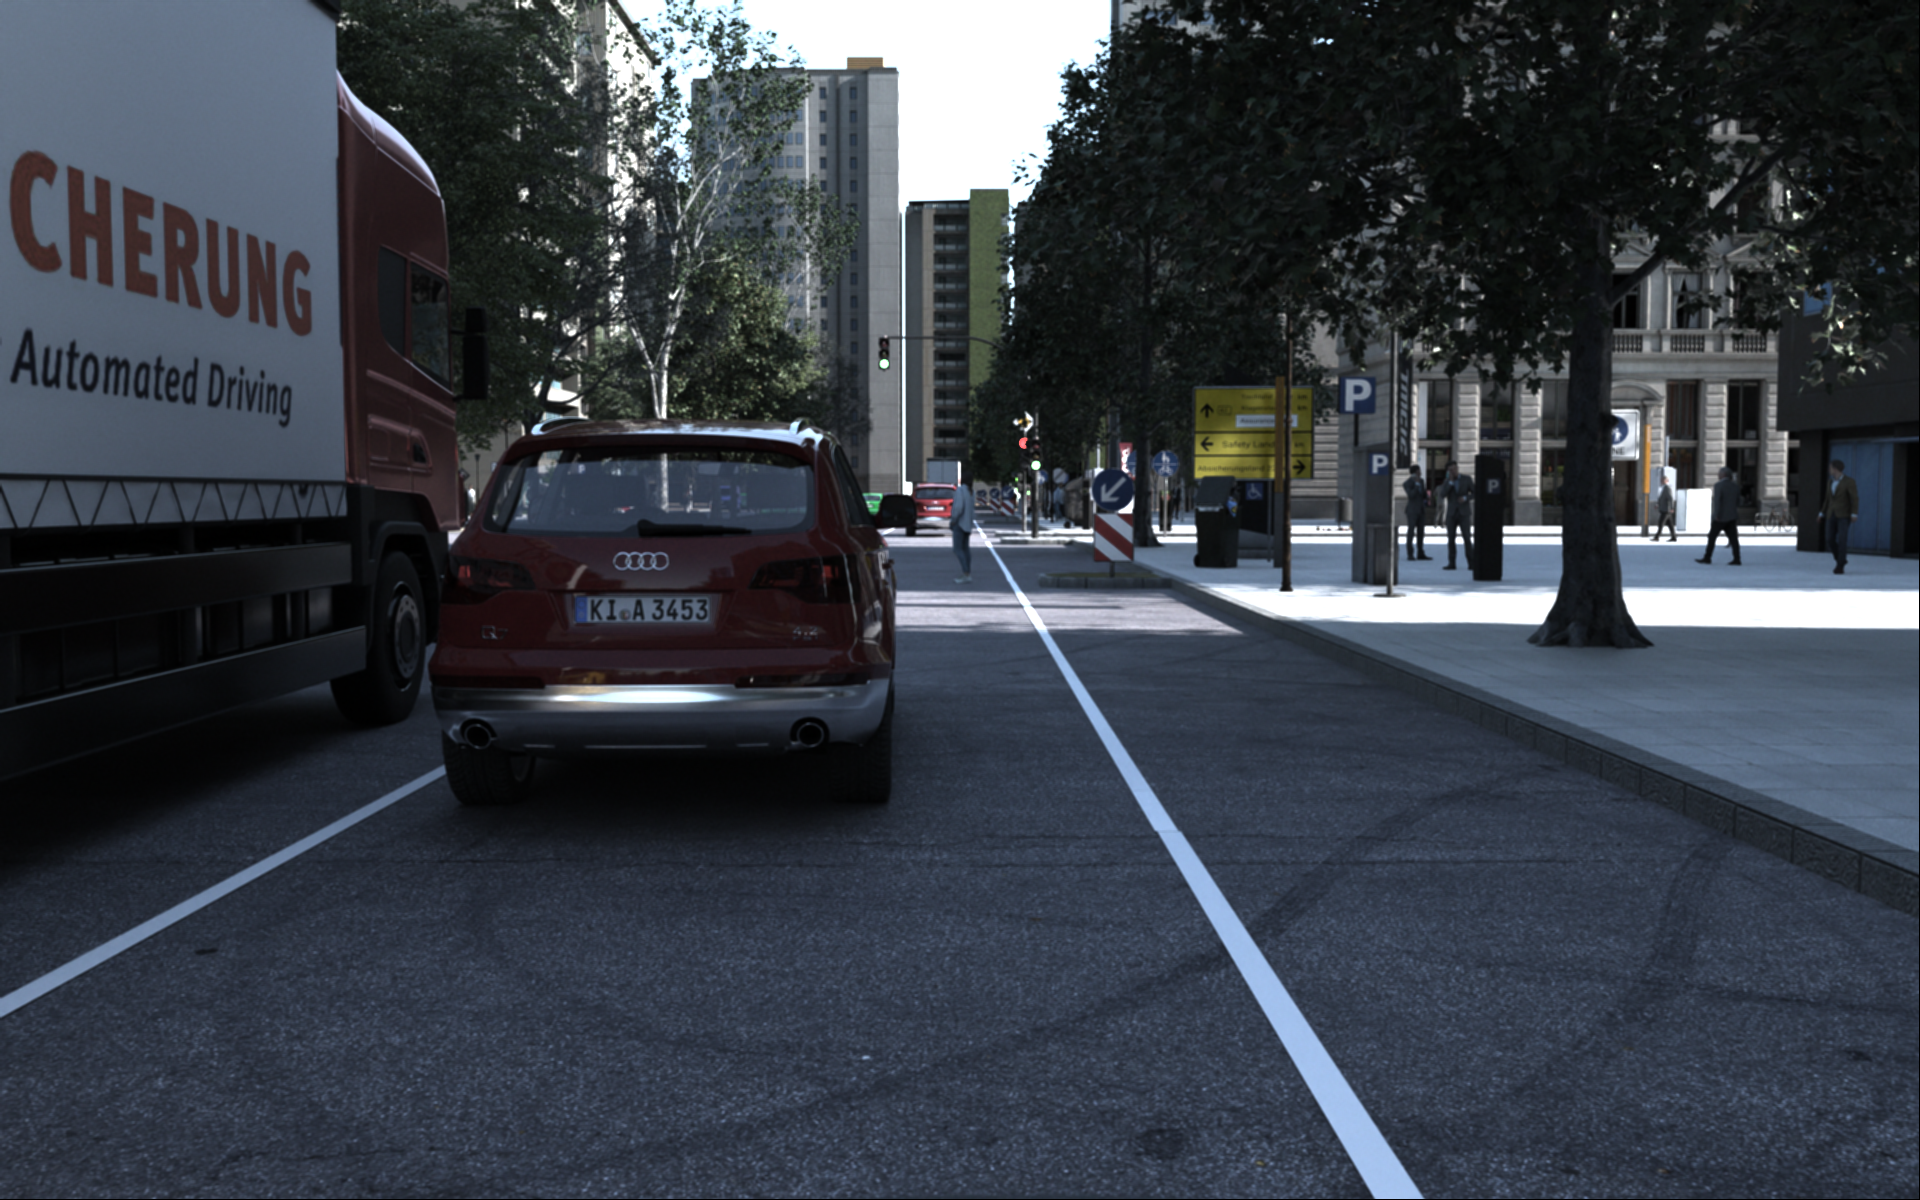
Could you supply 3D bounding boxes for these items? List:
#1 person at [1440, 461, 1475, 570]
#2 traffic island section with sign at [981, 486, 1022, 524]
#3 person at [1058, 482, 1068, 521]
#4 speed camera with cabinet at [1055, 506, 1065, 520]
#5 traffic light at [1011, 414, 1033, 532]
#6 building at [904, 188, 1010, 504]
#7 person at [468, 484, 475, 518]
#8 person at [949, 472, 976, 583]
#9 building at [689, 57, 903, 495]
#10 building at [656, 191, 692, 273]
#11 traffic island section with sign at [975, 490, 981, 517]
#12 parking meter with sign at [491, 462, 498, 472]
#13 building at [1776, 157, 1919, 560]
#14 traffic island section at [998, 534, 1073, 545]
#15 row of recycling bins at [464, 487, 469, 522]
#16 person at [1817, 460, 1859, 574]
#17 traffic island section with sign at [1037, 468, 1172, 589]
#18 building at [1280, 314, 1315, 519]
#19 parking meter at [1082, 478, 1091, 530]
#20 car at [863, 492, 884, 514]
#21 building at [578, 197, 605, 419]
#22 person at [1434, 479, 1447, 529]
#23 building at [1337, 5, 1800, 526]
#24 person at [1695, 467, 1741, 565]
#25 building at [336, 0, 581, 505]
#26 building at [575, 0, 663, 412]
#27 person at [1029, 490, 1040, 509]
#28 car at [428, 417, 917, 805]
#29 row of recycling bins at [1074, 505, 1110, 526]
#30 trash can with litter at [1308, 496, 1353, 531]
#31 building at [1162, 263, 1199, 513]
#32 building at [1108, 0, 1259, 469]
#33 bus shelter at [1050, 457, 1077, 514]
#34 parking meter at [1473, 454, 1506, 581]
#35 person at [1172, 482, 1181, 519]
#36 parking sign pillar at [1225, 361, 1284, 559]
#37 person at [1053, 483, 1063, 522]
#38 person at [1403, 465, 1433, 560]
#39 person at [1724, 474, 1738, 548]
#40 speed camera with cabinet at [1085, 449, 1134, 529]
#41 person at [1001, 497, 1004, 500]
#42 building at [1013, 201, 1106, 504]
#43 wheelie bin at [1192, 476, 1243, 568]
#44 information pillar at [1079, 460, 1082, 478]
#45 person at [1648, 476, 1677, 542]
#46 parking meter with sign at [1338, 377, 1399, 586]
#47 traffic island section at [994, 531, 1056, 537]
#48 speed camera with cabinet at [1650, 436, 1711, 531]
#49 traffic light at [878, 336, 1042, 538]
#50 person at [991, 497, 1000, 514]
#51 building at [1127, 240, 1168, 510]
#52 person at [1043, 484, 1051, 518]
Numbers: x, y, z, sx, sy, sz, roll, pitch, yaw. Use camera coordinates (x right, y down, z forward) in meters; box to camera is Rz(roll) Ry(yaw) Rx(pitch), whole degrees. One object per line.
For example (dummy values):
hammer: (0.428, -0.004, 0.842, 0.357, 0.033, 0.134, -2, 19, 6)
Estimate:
person: (8.448, -1.434, 29.297, 0.655, 1.846, 0.447, 2, 4, 25)
traffic island section with sign: (2.152, -4.569, 83.338, 1.989, 1.847, 2.006, 0, 3, 0)
person: (4.815, -4.643, 81.801, 0.661, 1.843, 0.795, 1, 4, 19)
speed camera with cabinet: (5.770, -5.619, 86.210, 2.038, 3.252, 0.660, -1, 4, -11)
traffic light: (2.133, -4.225, 58.006, 0.839, 4.253, 0.868, 0, 3, 0)
building: (-0.461, -33.646, 233.713, 14.086, 41.232, 14.154, 0, 3, 0)
person: (-25.398, -5.111, 89.841, 0.478, 1.798, 0.641, 0, 4, -2)
person: (0.066, -1.181, 28.081, 0.793, 1.790, 0.793, 0, 4, -6)
building: (-21.951, -42.506, 236.972, 28.212, 58.520, 21.231, 0, 3, 0)
building: (-50.491, -35.667, 237.773, 28.867, 44.769, 22.147, 0, 3, 0)
traffic island section with sign: (2.100, -6.231, 110.508, 1.989, 1.847, 2.006, 0, 3, 0)
parking meter with sign: (-25.086, -6.104, 96.053, 0.543, 3.016, 1.738, 3, 4, 37)
building: (25.434, -23.297, 31.017, 14.600, 45.320, 14.200, 0, 3, 0)
traffic island section: (2.185, -1.704, 50.135, 2.009, 0.180, 2.903, 0, 3, 0)
row of recycling bins: (-24.059, -4.408, 79.189, 1.069, 1.692, 3.534, 3, 5, 40)
person: (14.236, -1.354, 28.092, 0.656, 1.842, 0.836, 3, 4, 38)
traffic island section with sign: (2.230, -1.137, 27.211, 1.989, 1.847, 2.006, 0, 3, 0)
building: (20.790, -16.425, 97.429, 11.050, 23.489, 19.941, 0, 3, 0)
parking meter: (4.537, -3.447, 62.063, 0.255, 1.863, 0.399, 1, 4, 11)
car: (-4.718, -5.090, 92.019, 1.959, 1.807, 4.718, 0, 4, 1)
building: (-41.465, -23.846, 161.583, 14.160, 30.474, 14.107, 0, 3, 0)
person: (17.905, -3.576, 64.323, 0.447, 1.846, 0.655, -3, 5, -39)
building: (26.234, -14.924, 72.889, 19.941, 23.489, 11.050, 0, 3, 0)
person: (13.847, -1.534, 31.529, 0.661, 1.777, 0.834, -2, 4, -33)
building: (-44.495, -31.774, 143.206, 21.300, 48.544, 21.600, 0, 3, 0)
building: (-47.382, -36.327, 183.185, 27.495, 52.752, 28.713, 0, 3, 0)
person: (4.109, -5.389, 94.275, 0.709, 1.813, 0.853, -1, 4, -17)
car: (-1.370, -0.053, 9.548, 2.281, 1.827, 5.304, 0, 4, -2)
row of recycling bins: (5.385, -3.737, 68.218, 1.069, 1.692, 3.534, -1, 4, -17)
trash can with litter: (13.080, -3.026, 60.538, 2.233, 1.210, 1.678, -1, 4, -16)
building: (21.532, -19.763, 120.383, 12.463, 27.353, 25.104, 0, 3, 0)
building: (26.302, -39.223, 183.296, 21.231, 58.520, 28.212, 0, 3, 0)
bus shelter: (6.275, -7.130, 107.861, 1.731, 3.624, 6.357, 0, 4, 0)
parking meter: (7.840, -1.219, 25.649, 0.399, 1.863, 0.255, -1, 4, -11)
person: (10.996, -5.056, 88.066, 0.648, 1.900, 0.474, 0, 4, -2)
parking sign pillar: (5.944, -2.834, 34.803, 1.447, 3.967, 1.447, 1, 4, 17)
person: (4.501, -4.507, 79.998, 0.793, 1.790, 0.793, 2, 4, 29)
person: (8.909, -1.696, 33.575, 0.655, 1.846, 0.447, -2, 4, -34)
person: (18.437, -2.146, 41.468, 0.599, 1.781, 0.374, -1, 4, -18)
speed camera with cabinet: (5.606, -4.200, 63.013, 2.038, 3.252, 0.660, -1, 4, -14)
person: (4.124, -9.022, 156.748, 0.799, 1.438, 0.628, -2, 4, -32)
building: (14.396, -33.675, 234.186, 14.086, 41.232, 14.154, 0, 3, 0)
wheelie bin: (4.497, -1.371, 30.327, 0.980, 1.594, 0.693, 3, 5, 39)
information pillar: (7.946, -7.519, 114.283, 0.183, 3.616, 0.504, -1, 4, -16)
person: (18.852, -2.448, 46.464, 0.834, 1.777, 0.661, 0, 4, -1)
parking meter with sign: (5.945, -1.759, 25.023, 0.543, 3.016, 1.738, 0, 4, -3)
traffic island section: (2.174, -2.192, 58.120, 2.009, 0.180, 2.903, 0, 3, 0)
speed camera with cabinet: (24.770, -3.990, 59.566, 2.038, 3.252, 0.660, -1, 4, -13)
traffic light: (0.054, -4.600, 49.876, 4.771, 5.953, 1.251, 0, 3, 0)
person: (2.548, -7.016, 123.468, 0.793, 1.790, 0.793, 0, 4, -6)
building: (22.541, -23.934, 163.026, 14.160, 30.474, 14.107, 0, 3, 0)
person: (4.662, -5.331, 93.079, 0.818, 1.842, 0.514, -3, 5, -42)
